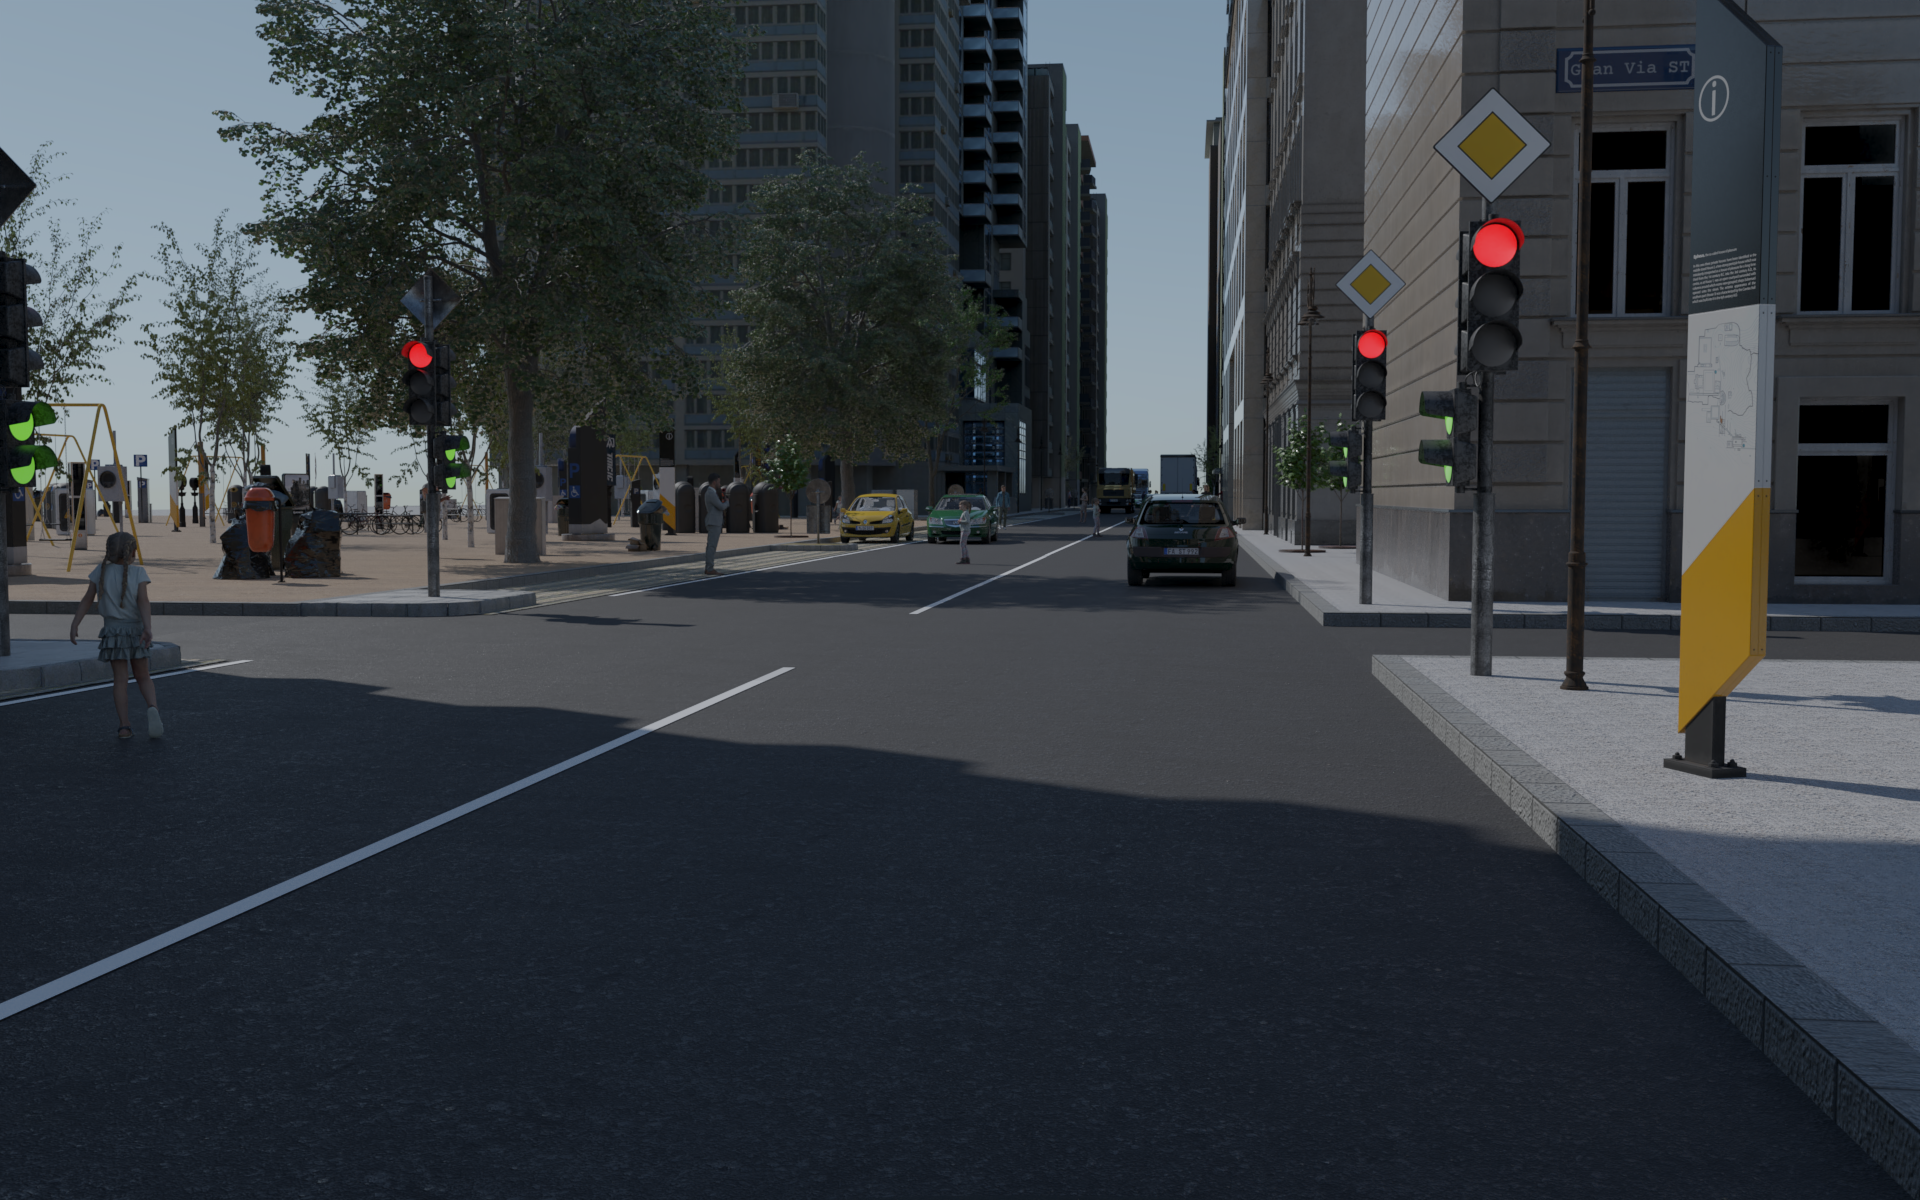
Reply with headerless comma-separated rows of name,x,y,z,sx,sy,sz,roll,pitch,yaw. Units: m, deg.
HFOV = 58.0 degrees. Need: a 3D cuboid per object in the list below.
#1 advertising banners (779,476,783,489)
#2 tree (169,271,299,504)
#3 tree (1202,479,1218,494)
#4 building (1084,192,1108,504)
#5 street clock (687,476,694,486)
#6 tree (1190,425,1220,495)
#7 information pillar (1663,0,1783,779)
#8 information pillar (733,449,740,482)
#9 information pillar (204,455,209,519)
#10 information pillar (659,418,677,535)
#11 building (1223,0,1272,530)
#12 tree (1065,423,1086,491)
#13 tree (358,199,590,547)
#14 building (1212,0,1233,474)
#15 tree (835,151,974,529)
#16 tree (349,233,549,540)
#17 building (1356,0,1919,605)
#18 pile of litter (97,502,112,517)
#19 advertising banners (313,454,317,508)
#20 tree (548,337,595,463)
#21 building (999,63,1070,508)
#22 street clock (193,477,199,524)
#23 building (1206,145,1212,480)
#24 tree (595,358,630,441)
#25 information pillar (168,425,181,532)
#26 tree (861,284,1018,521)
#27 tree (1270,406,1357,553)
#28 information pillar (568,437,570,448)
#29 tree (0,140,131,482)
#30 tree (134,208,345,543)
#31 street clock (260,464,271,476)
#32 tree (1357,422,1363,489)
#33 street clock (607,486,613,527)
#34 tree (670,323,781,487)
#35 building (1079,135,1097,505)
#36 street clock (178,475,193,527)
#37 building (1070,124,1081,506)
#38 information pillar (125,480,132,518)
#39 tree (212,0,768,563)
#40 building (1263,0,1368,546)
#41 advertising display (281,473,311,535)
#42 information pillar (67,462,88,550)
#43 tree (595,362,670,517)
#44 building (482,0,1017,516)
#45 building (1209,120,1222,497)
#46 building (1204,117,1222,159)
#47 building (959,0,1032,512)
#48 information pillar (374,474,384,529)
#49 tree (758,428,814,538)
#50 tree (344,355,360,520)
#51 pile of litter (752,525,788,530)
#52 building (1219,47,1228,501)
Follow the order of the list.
advertising banners,-10.126,-5.848,91.808,2.074,3.025,0.090,0,4,-2
tree,-23.734,-6.510,56.799,4.360,8.622,3.978,0,3,0
tree,27.857,-12.094,192.339,1.663,3.219,1.824,0,3,0
building,12.101,-33.406,229.786,14.154,41.232,14.086,0,4,7
street clock,-10.952,-4.026,70.395,0.358,2.002,0.471,0,4,-4
tree,26.223,-14.022,179.623,4.737,8.622,4.395,0,3,0
information pillar,3.451,-1.005,7.794,0.183,3.616,0.504,-1,4,-15
information pillar,-11.352,-5.926,88.241,0.183,3.616,0.504,2,4,28
information pillar,-39.109,-6.006,89.554,0.504,3.616,0.183,-2,4,-26
information pillar,-9.055,-3.810,53.650,0.504,3.616,0.183,0,4,6
building,21.717,-16.611,76.104,19.350,26.468,34.151,0,4,7
tree,10.147,-13.591,172.568,4.360,8.622,3.978,0,3,0
tree,-11.629,-5.558,41.242,4.737,8.622,4.395,0,3,0
building,32.515,-31.736,138.491,23.786,49.044,30.456,0,4,7
tree,-4.182,-9.567,63.077,9.857,13.997,8.962,0,3,0
tree,-14.500,-5.973,48.020,4.360,8.622,3.978,0,3,0
building,18.588,-13.861,23.895,25.104,27.353,12.463,0,4,7
pile of litter,-48.356,-5.177,98.606,1.176,0.858,1.719,3,5,40
advertising banners,-27.608,-4.767,74.127,0.090,3.025,2.074,-1,4,-23
tree,-15.515,-6.659,59.230,4.360,8.622,3.978,0,3,0
building,2.337,-29.171,160.532,14.154,41.232,14.086,0,4,7
street clock,-33.281,-4.328,75.338,0.358,2.002,0.471,1,4,9
building,37.958,-34.632,216.346,14.600,45.320,14.200,0,4,7
tree,-16.983,-7.907,79.638,4.360,8.622,3.978,0,3,0
information pillar,-26.620,-4.115,58.640,0.504,3.616,0.183,3,5,40
tree,-1.231,-9.630,83.199,9.928,11.665,9.643,0,3,0
tree,7.682,-2.662,38.120,1.663,3.219,1.824,0,3,0
information pillar,-15.721,-4.847,70.596,0.504,3.616,0.183,0,4,6
tree,-19.355,-5.224,35.775,4.360,8.622,3.978,0,3,0
tree,-19.579,-5.813,45.401,4.737,8.622,4.395,0,3,0
street clock,-16.977,-2.313,42.393,0.358,2.002,0.471,-1,4,-18
tree,9.006,-2.832,40.904,1.663,3.219,1.824,0,3,0
street clock,-13.525,-3.791,66.556,0.358,2.002,0.471,3,5,43
tree,-9.279,-7.650,75.447,4.737,8.622,4.395,0,3,0
building,4.915,-33.864,208.292,22.147,44.769,28.867,0,4,7
street clock,-30.108,-3.820,67.021,0.471,2.002,0.358,3,5,40
building,5.533,-30.769,186.667,14.154,41.232,14.086,0,4,7
information pillar,-44.502,-5.392,92.652,0.304,2.012,0.304,-1,4,-12
tree,-8.330,-7.672,32.088,9.857,13.997,8.962,0,3,0
building,14.160,-12.338,50.874,9.793,20.994,18.267,0,4,7
advertising display,-20.613,-2.972,53.805,0.123,1.923,0.974,2,4,30
information pillar,-20.217,-2.152,39.684,0.304,2.012,0.304,-3,5,-40
tree,-18.277,-8.836,94.836,4.737,8.622,4.395,0,3,0
building,-13.003,-25.623,110.823,32.217,40.220,23.993,0,4,7
building,37.052,-33.759,202.073,14.600,45.320,14.200,0,4,7
building,47.775,-39.572,236.233,28.713,52.752,27.495,0,4,7
building,-4.908,-50.429,137.193,22.319,86.520,31.000,0,4,7
information pillar,-21.283,-3.606,63.446,0.304,2.012,0.304,-1,4,-22
tree,-5.127,-3.456,51.101,1.663,3.219,1.824,0,3,0
tree,-27.853,-7.819,78.202,4.737,8.622,4.395,0,3,0
pile of litter,-6.970,-3.002,63.046,1.176,0.858,1.719,-3,4,-39
building,31.386,-29.230,161.502,14.154,41.232,14.086,0,4,7
